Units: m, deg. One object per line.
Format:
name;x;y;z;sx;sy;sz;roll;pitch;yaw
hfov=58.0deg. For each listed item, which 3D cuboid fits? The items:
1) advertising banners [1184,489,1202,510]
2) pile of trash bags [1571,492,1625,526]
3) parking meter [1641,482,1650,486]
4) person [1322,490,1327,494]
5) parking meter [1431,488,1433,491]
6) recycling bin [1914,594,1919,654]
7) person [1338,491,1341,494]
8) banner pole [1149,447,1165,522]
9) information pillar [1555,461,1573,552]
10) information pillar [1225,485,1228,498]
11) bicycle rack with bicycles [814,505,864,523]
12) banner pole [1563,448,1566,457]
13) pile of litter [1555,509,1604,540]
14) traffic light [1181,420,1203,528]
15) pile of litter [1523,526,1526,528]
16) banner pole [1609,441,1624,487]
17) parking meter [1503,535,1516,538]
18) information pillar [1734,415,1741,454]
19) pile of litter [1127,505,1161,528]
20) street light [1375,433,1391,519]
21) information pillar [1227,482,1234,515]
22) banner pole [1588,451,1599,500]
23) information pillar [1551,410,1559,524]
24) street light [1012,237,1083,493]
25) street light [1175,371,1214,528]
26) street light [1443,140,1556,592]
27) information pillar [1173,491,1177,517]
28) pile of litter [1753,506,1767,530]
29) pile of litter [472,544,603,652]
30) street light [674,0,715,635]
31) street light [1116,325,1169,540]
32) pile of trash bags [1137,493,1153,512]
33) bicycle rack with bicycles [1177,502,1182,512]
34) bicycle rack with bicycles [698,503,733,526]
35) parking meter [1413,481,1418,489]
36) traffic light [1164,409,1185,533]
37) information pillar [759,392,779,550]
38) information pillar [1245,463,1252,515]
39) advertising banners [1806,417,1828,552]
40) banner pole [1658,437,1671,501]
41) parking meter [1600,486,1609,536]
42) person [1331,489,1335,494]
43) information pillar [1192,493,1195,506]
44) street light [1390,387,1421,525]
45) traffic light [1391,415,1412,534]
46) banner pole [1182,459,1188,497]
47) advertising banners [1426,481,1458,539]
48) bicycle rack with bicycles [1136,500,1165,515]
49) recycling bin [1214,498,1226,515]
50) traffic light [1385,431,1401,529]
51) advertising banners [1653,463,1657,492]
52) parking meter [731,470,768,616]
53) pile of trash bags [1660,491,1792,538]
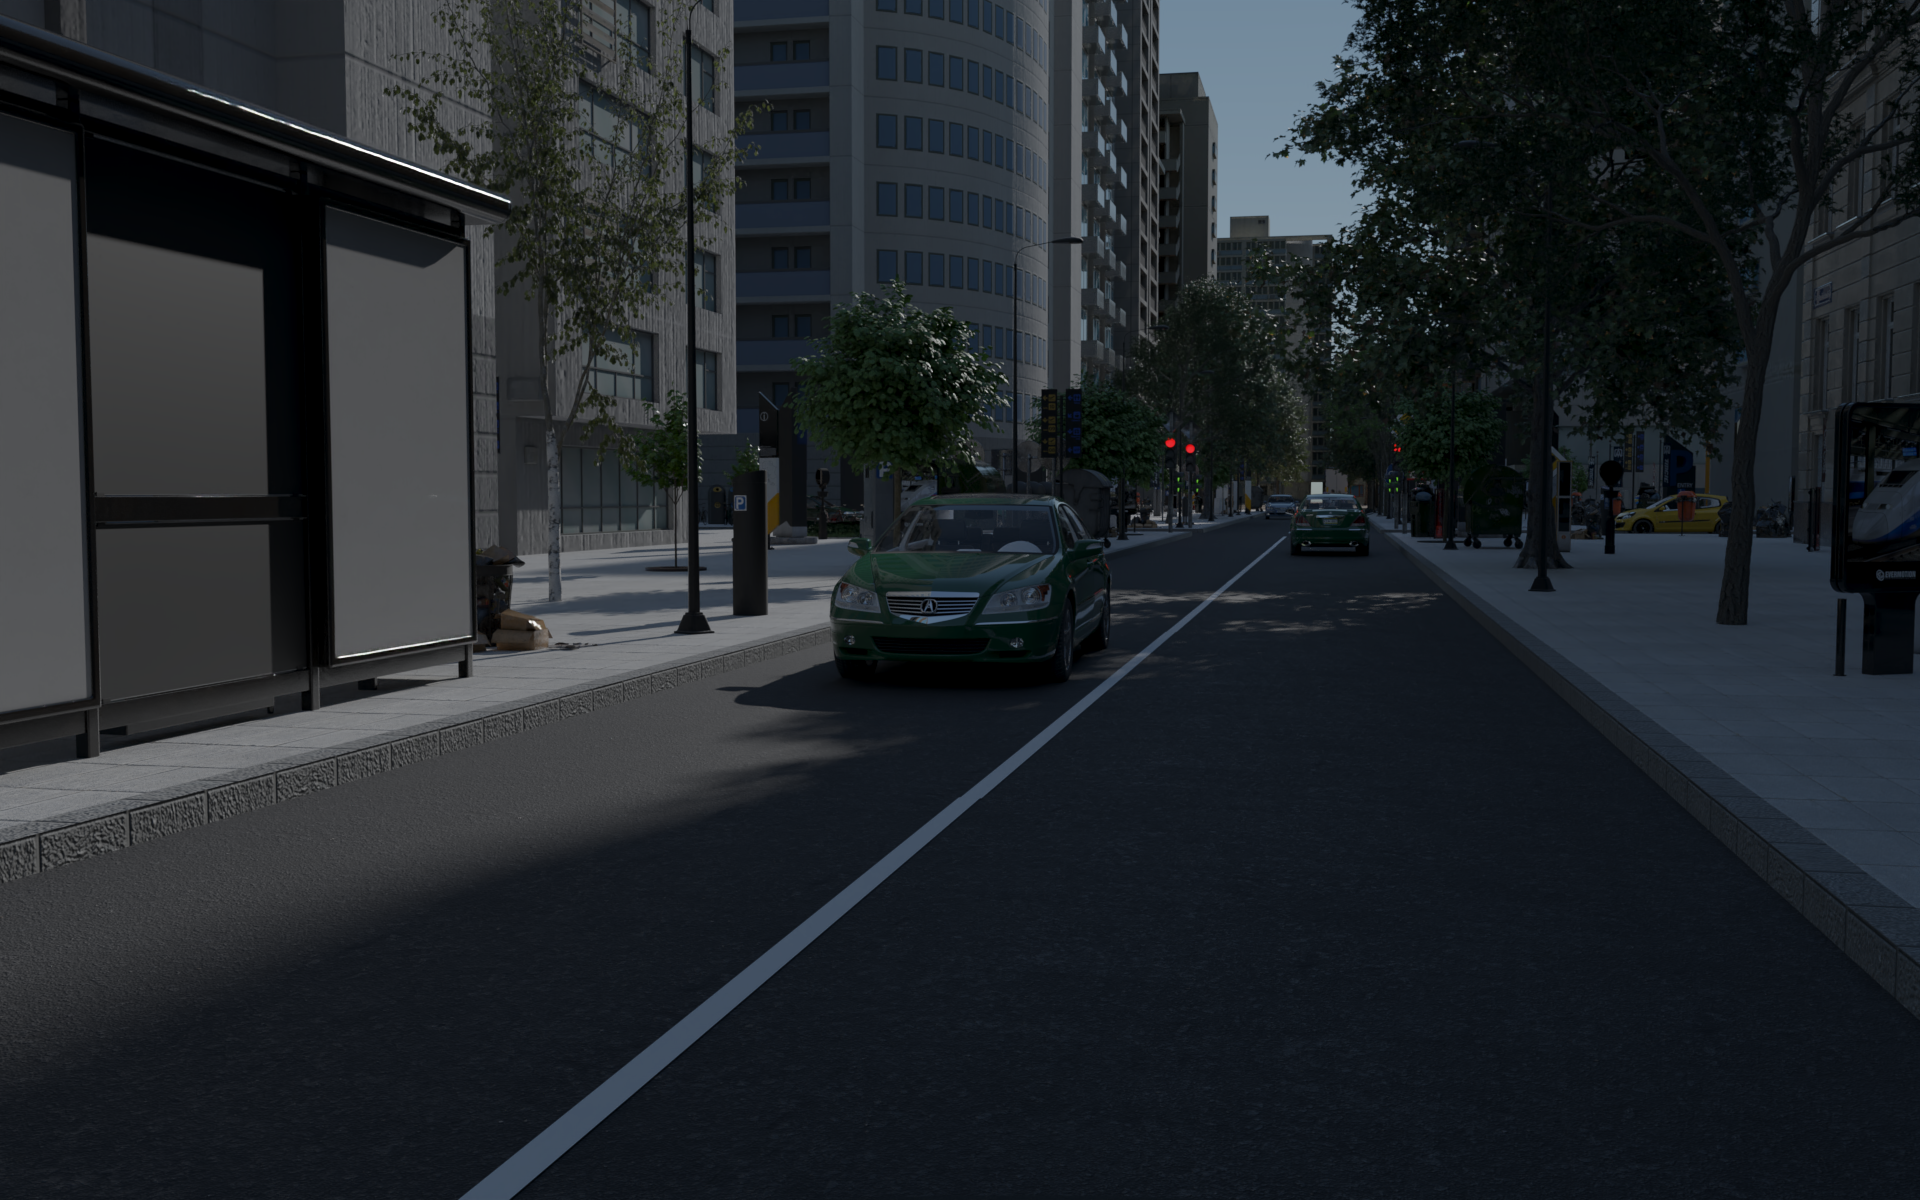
advertising banners;18.806;-8.708;138.557;2.074;3.025;0.090;-1;4;-21
pile of trash bags;25.985;-3.691;70.101;1.912;1.369;3.447;0;4;-1
parking meter;33.872;-4.884;85.570;0.399;1.863;0.255;3;5;40
person;33.779;-9.277;160.039;0.709;1.838;0.599;3;5;40
parking meter;19.211;-3.831;71.055;0.372;1.533;0.369;0;3;0
recycling bin;7.943;-0.095;14.112;0.722;1.027;0.722;-2;4;-29
person;32.450;-8.473;147.772;1.217;1.736;0.721;-3;5;-44
banner pole;9.208;-5.533;80.483;0.863;3.779;0.401;2;4;26
information pillar;13.317;-2.062;38.206;0.304;2.012;0.304;1;4;13
information pillar;17.012;-7.253;109.940;0.504;3.616;0.183;3;4;38
bicycle rack with bicycles;-3.170;-2.789;58.982;2.925;0.926;2.852;3;5;43
banner pole;32.538;-6.325;93.438;0.401;3.779;0.863;2;4;26
pile of litter;17.765;-2.160;49.286;1.176;0.858;1.719;2;4;32
traffic light;8.712;-4.670;65.272;0.839;4.253;0.868;1;4;12
pile of litter;22.296;-3.187;66.078;1.719;0.858;1.176;2;4;30
banner pole;30.132;-5.488;79.750;0.863;3.779;0.401;3;5;43
parking meter;15.897;-2.717;50.130;0.399;1.863;0.255;1;4;12
information pillar;21.130;-3.397;46.901;0.504;3.616;0.183;-2;4;-31
pile of litter;6.964;-3.152;65.500;1.719;0.858;1.176;3;4;38
street light;14.280;-5.098;55.900;1.470;5.913;1.316;1;4;12
information pillar;16.549;-6.204;105.925;0.304;2.012;0.304;2;4;24
banner pole;36.924;-6.785;100.951;0.401;3.779;0.863;-2;4;-33
information pillar;14.684;-3.169;43.160;0.504;3.616;0.183;-2;4;-26
street light;1.535;-3.609;31.543;1.470;5.913;1.316;1;4;12
street light;8.855;-5.676;65.337;1.470;5.913;1.316;1;4;12
street light;7.162;-3.075;22.824;1.470;5.913;1.316;1;4;12
information pillar;12.157;-5.745;98.416;0.304;2.012;0.304;-1;4;-18
pile of litter;30.515;-3.132;65.174;1.176;0.858;1.719;1;4;13
pile of litter;-3.926;-0.027;14.400;1.719;0.858;1.176;1;4;10
street light;-1.923;-2.638;15.670;1.470;5.913;1.316;1;4;12
street light;5.058;-4.611;47.924;1.470;5.913;1.316;1;4;12
pile of trash bags;12.528;-6.853;121.803;1.912;1.369;3.447;0;4;1
bicycle rack with bicycles;15.765;-6.961;127.191;2.925;0.926;2.852;-2;4;-25
bicycle rack with bicycles;-9.926;-3.521;70.947;2.852;0.926;2.925;0;4;2
parking meter;19.058;-4.063;72.139;0.399;1.863;0.255;-3;5;-41
traffic light;7.016;-4.193;57.469;0.839;4.253;0.868;1;4;12
information pillar;-4.393;-2.961;39.763;0.504;3.616;0.183;2;4;24
information pillar;17.851;-7.087;107.231;0.504;3.616;0.183;-3;5;-41
advertising banners;19.377;-2.625;39.109;0.090;3.025;2.074;2;4;35
banner pole;29.984;-5.125;73.808;0.863;3.779;0.401;-2;4;-26
parking meter;19.952;-2.754;53.442;0.372;1.533;0.369;0;3;0
person;22.660;-5.866;105.159;0.760;1.731;0.466;-2;4;-28
information pillar;17.284;-8.436;129.290;0.504;3.616;0.183;1;4;14
street light;10.792;-4.120;39.899;1.470;5.913;1.316;1;4;12
traffic light;14.360;-4.096;55.895;0.839;4.253;0.868;1;4;12
banner pole;14.265;-7.304;109.438;0.863;3.779;0.401;-1;4;-22
advertising banners;13.778;-3.276;49.746;0.090;3.025;2.074;3;5;44
bicycle rack with bicycles;10.431;-5.648;105.721;2.852;0.926;2.925;-1;4;-23
recycling bin;16.422;-5.909;109.164;0.722;1.027;0.722;-2;4;-28
traffic light;16.056;-4.574;63.698;0.839;4.253;0.868;1;4;12
advertising banners;38.918;-6.156;96.832;0.090;3.025;2.074;2;4;32
parking meter;-2.225;-0.608;18.349;0.372;1.533;0.369;0;3;0
pile of trash bags;23.200;-2.586;52.040;1.912;1.369;3.447;-3;5;-43
